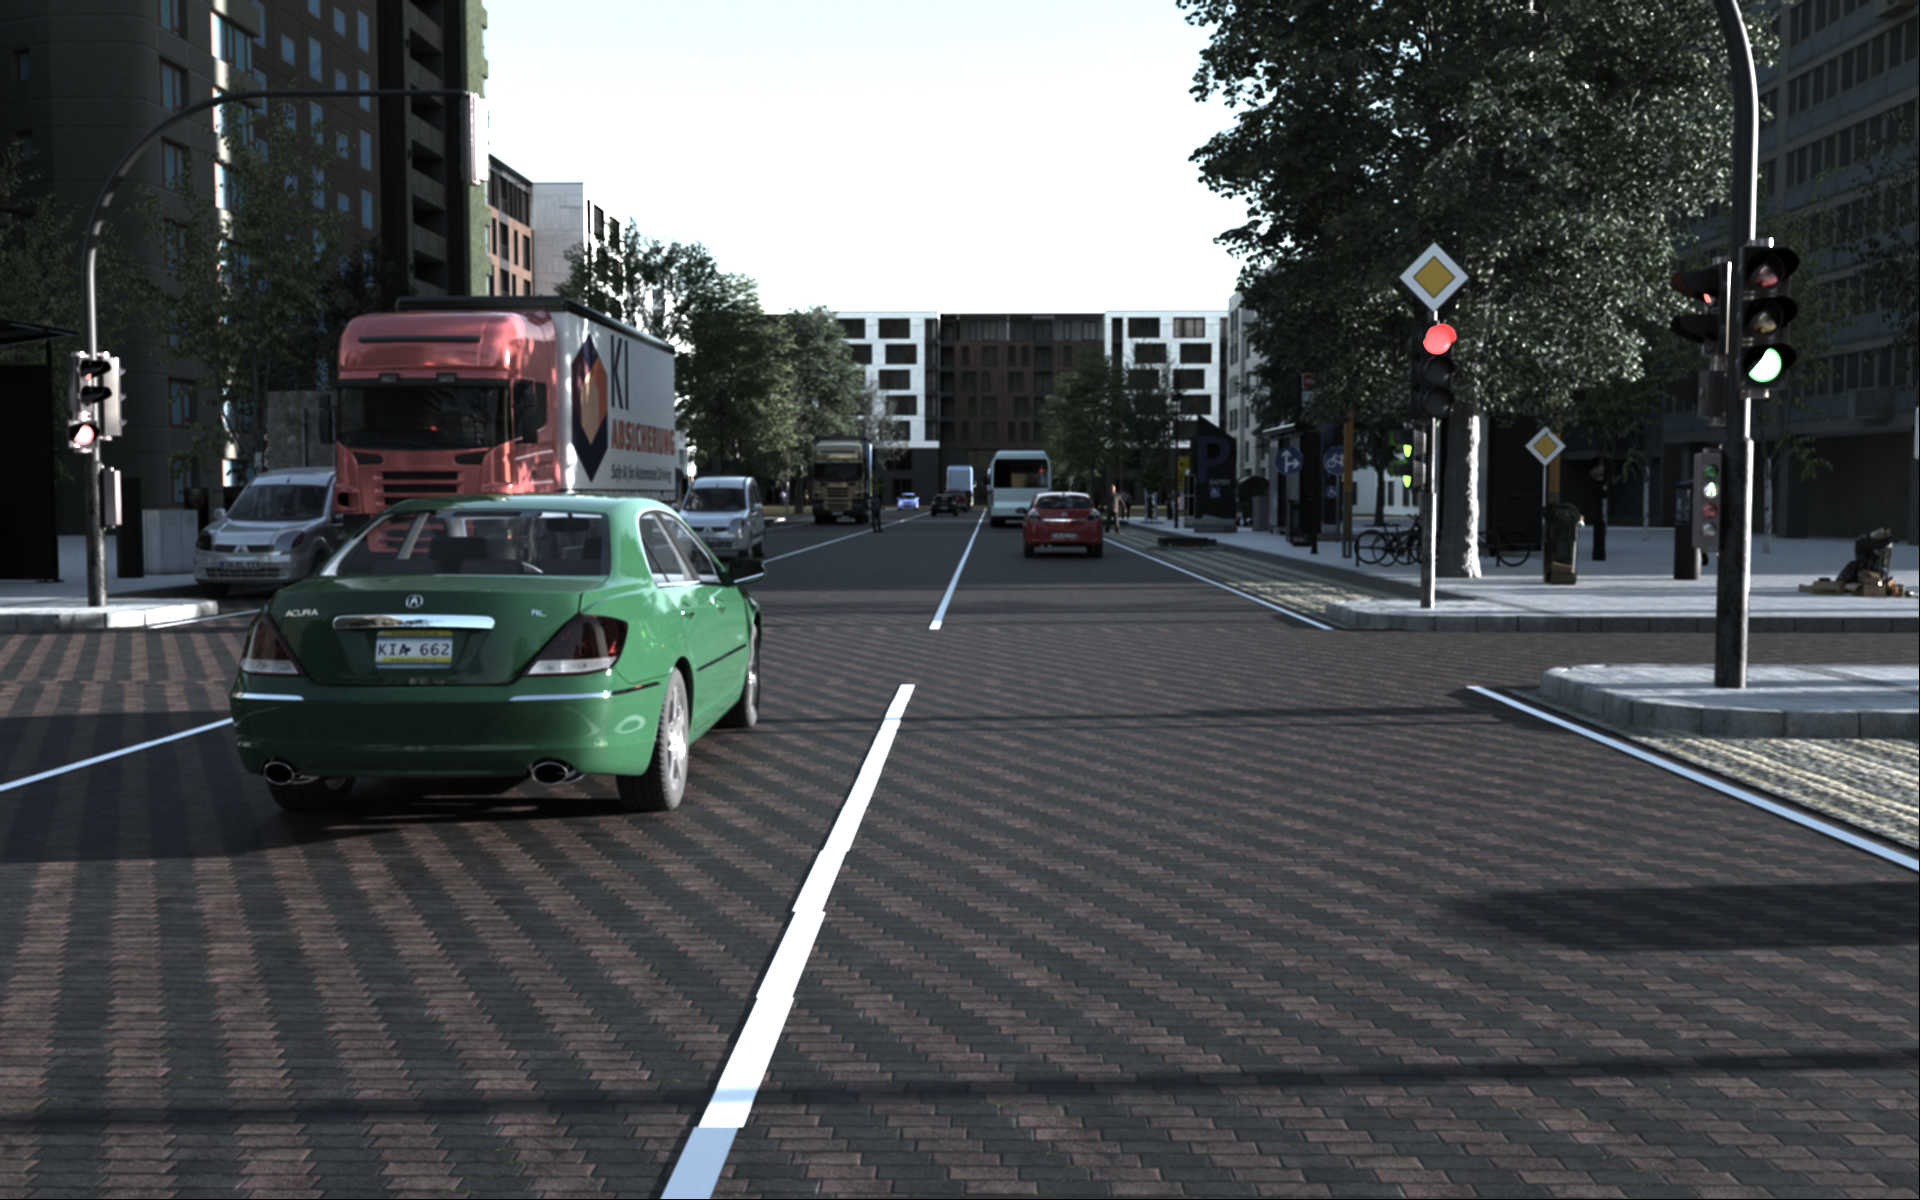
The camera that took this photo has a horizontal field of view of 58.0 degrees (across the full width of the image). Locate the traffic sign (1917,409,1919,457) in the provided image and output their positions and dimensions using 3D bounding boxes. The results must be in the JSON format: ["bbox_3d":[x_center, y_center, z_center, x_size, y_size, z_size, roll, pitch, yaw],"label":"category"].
[{"bbox_3d":[11.518,-1.115,20.358,0.606,2.300,0.079,1,4,9],"label":"traffic sign"}]

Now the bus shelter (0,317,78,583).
[{"bbox_3d":[-13.632,-1.882,22.049,1.731,3.624,6.357,0,4,1],"label":"bus shelter"}]

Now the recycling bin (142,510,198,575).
[{"bbox_3d":[-12.790,-0.938,27.883,0.722,1.027,0.722,2,4,25],"label":"recycling bin"}]

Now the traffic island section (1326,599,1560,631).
[{"bbox_3d":[5.293,0.168,19.535,2.009,0.180,2.903,0,4,1],"label":"traffic island section"}]

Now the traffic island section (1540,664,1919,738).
[{"bbox_3d":[5.144,0.656,11.551,2.009,0.180,2.903,0,4,1],"label":"traffic island section"}]

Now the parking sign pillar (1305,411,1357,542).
[{"bbox_3d":[10.154,-3.604,47.405,1.447,3.967,1.447,1,4,8],"label":"parking sign pillar"}]

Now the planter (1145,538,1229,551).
[{"bbox_3d":[5.749,-1.414,44.258,1.991,0.319,1.994,0,4,1],"label":"planter"}]

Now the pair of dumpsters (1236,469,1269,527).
[{"bbox_3d":[11.621,-4.107,69.640,1.574,2.255,4.437,0,4,1],"label":"pair of dumpsters"}]

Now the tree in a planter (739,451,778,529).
[{"bbox_3d":[-8.596,-4.547,71.567,1.991,3.239,1.994,0,4,1],"label":"tree in a planter"}]

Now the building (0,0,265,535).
[{"bbox_3d":[-38.968,-12.407,47.900,27.650,21.520,28.899,0,4,1],"label":"building"}]

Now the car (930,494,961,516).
[{"bbox_3d":[-0.987,-6.385,114.175,2.009,1.686,4.222,0,4,2],"label":"car"}]

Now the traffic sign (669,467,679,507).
[{"bbox_3d":[-12.818,-4.679,76.606,0.768,2.556,0.104,0,4,8],"label":"traffic sign"}]

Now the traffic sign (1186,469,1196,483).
[{"bbox_3d":[9.424,-4.160,70.152,0.606,2.300,0.079,0,4,7],"label":"traffic sign"}]

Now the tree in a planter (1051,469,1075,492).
[{"bbox_3d":[7.198,-7.615,121.720,1.991,3.239,1.994,0,4,1],"label":"tree in a planter"}]

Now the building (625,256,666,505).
[{"bbox_3d":[-32.117,-16.973,133.923,16.016,20.091,11.380,0,4,1],"label":"building"}]

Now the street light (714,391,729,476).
[{"bbox_3d":[-10.730,-6.441,78.102,0.468,5.910,1.993,0,4,1],"label":"street light"}]

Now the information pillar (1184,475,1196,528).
[{"bbox_3d":[8.714,-3.748,65.774,0.304,2.012,0.304,-1,4,-23],"label":"information pillar"}]

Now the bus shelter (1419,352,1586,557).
[{"bbox_3d":[11.667,-3.771,39.284,2.179,5.291,8.768,0,4,1],"label":"bus shelter"}]

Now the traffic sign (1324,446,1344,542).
[{"bbox_3d":[10.003,-2.797,45.837,0.768,2.556,0.104,1,4,9],"label":"traffic sign"}]

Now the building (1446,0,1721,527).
[{"bbox_3d":[34.080,-25.930,78.587,22.147,44.769,28.867,0,4,1],"label":"building"}]

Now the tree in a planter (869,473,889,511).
[{"bbox_3d":[-7.150,-9.264,148.685,1.991,3.239,1.994,0,4,1],"label":"tree in a planter"}]

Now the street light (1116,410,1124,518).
[{"bbox_3d":[8.664,-7.389,93.591,0.468,5.910,1.993,0,4,1],"label":"street light"}]

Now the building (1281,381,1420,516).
[{"bbox_3d":[27.337,-10.355,111.451,9.099,9.664,28.070,0,4,1],"label":"building"}]

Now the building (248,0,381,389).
[{"bbox_3d":[-32.468,-25.594,68.566,14.600,45.320,14.200,0,4,1],"label":"building"}]

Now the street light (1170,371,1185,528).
[{"bbox_3d":[8.178,-5.658,65.303,0.468,5.910,1.993,0,4,1],"label":"street light"}]

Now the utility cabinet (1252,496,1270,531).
[{"bbox_3d":[10.433,-2.987,60.001,0.306,1.237,1.020,2,4,30],"label":"utility cabinet"}]

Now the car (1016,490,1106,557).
[{"bbox_3d":[2.389,-1.940,40.758,2.155,1.783,4.494,0,4,2],"label":"car"}]

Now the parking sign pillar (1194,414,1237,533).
[{"bbox_3d":[8.560,-4.248,57.921,1.447,3.967,1.447,1,4,17],"label":"parking sign pillar"}]

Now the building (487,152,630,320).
[{"bbox_3d":[-38.505,-16.384,111.853,27.936,21.610,32.646,0,4,1],"label":"building"}]

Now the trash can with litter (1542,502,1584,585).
[{"bbox_3d":[8.701,-0.824,24.866,0.624,1.170,1.055,1,4,11],"label":"trash can with litter"}]

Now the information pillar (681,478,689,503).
[{"bbox_3d":[-12.558,-4.569,79.192,0.304,2.012,0.304,0,4,-1],"label":"information pillar"}]

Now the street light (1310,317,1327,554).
[{"bbox_3d":[7.615,-3.930,37.047,0.468,5.910,1.993,0,4,1],"label":"street light"}]

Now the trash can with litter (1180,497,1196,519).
[{"bbox_3d":[12.214,-4.747,88.676,1.678,1.210,2.233,-1,4,-14],"label":"trash can with litter"}]

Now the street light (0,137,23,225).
[{"bbox_3d":[-11.947,-2.947,20.977,0.468,5.910,1.993,0,4,1],"label":"street light"}]

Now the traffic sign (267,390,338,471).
[{"bbox_3d":[-12.594,-2.459,34.074,2.265,3.308,0.079,1,4,11],"label":"traffic sign"}]

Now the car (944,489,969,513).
[{"bbox_3d":[-0.428,-7.741,135.238,2.281,1.827,5.304,0,4,0],"label":"car"}]

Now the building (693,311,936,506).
[{"bbox_3d":[-18.378,-22.211,207.126,32.646,21.610,27.936,0,4,1],"label":"building"}]

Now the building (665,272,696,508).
[{"bbox_3d":[-29.329,-17.931,149.591,11.380,20.091,16.016,0,4,1],"label":"building"}]

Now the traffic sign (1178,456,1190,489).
[{"bbox_3d":[12.752,-6.063,92.999,2.265,3.308,0.079,0,4,6],"label":"traffic sign"}]

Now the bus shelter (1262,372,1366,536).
[{"bbox_3d":[10.904,-4.729,54.950,2.179,5.291,8.768,0,4,1],"label":"bus shelter"}]

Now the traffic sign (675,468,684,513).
[{"bbox_3d":[-13.770,-5.126,83.913,0.768,2.556,0.104,0,4,3],"label":"traffic sign"}]

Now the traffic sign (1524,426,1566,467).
[{"bbox_3d":[11.209,-2.044,33.151,0.795,2.593,0.064,0,4,2],"label":"traffic sign"}]

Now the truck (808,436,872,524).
[{"bbox_3d":[-5.769,-5.904,85.442,2.839,4.237,11.283,0,4,-1],"label":"truck"}]

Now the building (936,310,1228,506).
[{"bbox_3d":[14.253,-22.147,206.073,32.646,21.610,27.936,0,4,1],"label":"building"}]

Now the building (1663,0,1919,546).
[{"bbox_3d":[35.097,-21.732,47.199,23.993,40.220,32.217,0,4,1],"label":"building"}]

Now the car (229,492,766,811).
[{"bbox_3d":[-2.173,0.155,9.266,2.131,1.459,4.920,0,4,0],"label":"car"}]

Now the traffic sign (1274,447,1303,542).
[{"bbox_3d":[8.823,-2.842,46.569,0.768,2.556,0.104,0,4,4],"label":"traffic sign"}]

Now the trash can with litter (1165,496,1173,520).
[{"bbox_3d":[10.586,-4.634,87.150,0.624,1.170,1.055,0,4,3],"label":"trash can with litter"}]

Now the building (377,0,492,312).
[{"bbox_3d":[-31.463,-19.048,83.130,14.160,30.474,14.107,0,4,1],"label":"building"}]

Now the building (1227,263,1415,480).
[{"bbox_3d":[32.233,-16.780,140.806,16.747,18.905,31.486,0,4,1],"label":"building"}]

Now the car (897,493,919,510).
[{"bbox_3d":[-4.671,-8.925,155.520,1.945,1.707,3.694,0,4,1],"label":"car"}]

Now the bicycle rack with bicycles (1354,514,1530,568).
[{"bbox_3d":[8.235,-1.062,30.744,2.852,0.926,2.925,-3,5,-44],"label":"bicycle rack with bicycles"}]

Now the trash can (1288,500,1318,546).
[{"bbox_3d":[8.427,-1.894,42.627,0.748,1.137,0.748,0,3,0],"label":"trash can"}]

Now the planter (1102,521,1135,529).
[{"bbox_3d":[6.277,-3.140,72.482,1.991,0.319,1.994,0,4,1],"label":"planter"}]

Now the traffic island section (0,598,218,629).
[{"bbox_3d":[-9.886,0.150,19.821,2.009,0.180,2.903,0,4,1],"label":"traffic island section"}]
